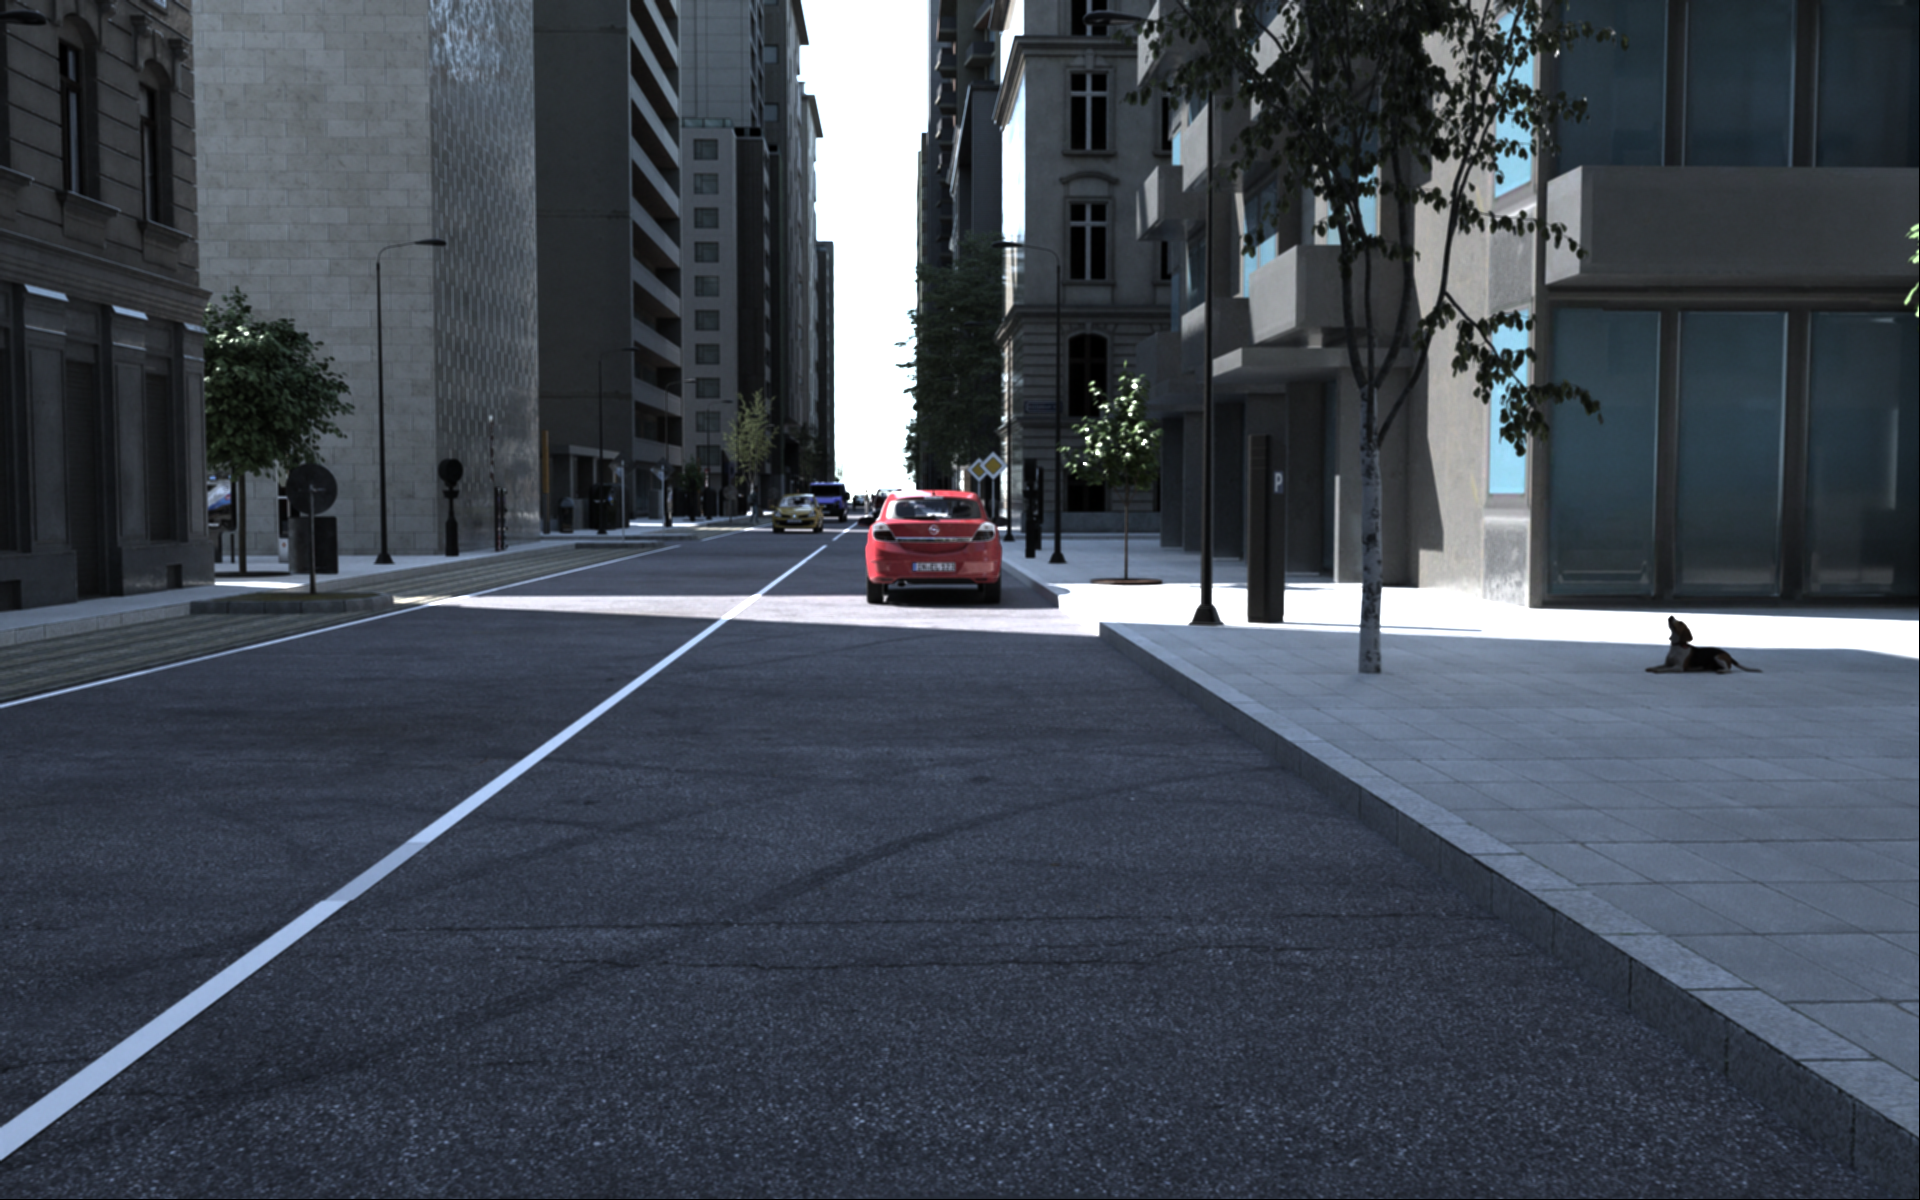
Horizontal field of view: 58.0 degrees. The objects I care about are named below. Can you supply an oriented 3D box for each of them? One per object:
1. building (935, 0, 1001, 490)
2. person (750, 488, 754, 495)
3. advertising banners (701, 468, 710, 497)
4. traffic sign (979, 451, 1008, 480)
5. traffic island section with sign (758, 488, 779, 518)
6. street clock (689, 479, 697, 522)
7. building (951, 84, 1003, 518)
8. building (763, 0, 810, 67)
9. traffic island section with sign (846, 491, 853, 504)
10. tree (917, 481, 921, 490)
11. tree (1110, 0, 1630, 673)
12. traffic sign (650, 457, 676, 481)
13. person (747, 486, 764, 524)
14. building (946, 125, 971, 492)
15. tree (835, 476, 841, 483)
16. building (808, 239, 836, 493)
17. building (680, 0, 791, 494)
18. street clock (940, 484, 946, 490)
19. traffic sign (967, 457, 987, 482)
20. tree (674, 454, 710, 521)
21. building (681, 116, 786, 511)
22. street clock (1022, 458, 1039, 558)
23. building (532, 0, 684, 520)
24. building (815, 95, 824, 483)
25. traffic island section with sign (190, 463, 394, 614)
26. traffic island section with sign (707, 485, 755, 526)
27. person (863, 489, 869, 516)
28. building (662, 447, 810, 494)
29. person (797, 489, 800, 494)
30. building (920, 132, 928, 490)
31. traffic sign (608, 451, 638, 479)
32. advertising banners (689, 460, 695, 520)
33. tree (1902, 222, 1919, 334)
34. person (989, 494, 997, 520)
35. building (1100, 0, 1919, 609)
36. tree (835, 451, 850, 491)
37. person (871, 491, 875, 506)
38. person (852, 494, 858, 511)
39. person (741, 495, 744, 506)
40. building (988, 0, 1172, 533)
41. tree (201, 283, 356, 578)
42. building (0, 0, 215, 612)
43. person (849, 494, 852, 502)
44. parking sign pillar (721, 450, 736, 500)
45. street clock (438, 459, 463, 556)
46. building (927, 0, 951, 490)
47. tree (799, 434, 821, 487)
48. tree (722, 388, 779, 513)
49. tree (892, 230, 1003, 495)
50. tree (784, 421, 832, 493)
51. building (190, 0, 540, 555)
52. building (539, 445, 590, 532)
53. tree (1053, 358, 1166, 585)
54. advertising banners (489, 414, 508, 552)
[{"bbox_3d":[9.092,-30.248,149.183,22.147,44.769,28.867,0,4,-2],"label":"building"},{"bbox_3d":[-14.821,-7.252,124.718,0.391,1.810,0.635,3,4,37],"label":"person"},{"bbox_3d":[-17.661,-7.413,117.387,0.090,3.025,2.074,3,4,38],"label":"advertising banners"},{"bbox_3d":[0.919,-2.734,46.889,0.795,2.593,0.064,0,4,-2],"label":"traffic sign"},{"bbox_3d":[-11.215,-5.859,104.418,1.989,1.847,2.006,0,4,-2],"label":"traffic island section with sign"},{"bbox_3d":[-12.423,-4.645,80.509,0.358,2.002,0.471,0,4,1],"label":"street clock"},{"bbox_3d":[7.071,-16.867,94.840,14.314,24.678,30.058,0,4,-2],"label":"building"},{"bbox_3d":[-30.160,-35.925,176.610,28.713,52.752,27.495,0,4,-2],"label":"building"},{"bbox_3d":[-17.044,-15.620,264.014,1.989,1.847,2.006,0,4,-2],"label":"traffic island section with sign"},{"bbox_3d":[-4.721,-13.818,220.529,1.663,3.219,1.824,0,3,0],"label":"tree"},{"bbox_3d":[2.853,-3.770,12.003,4.360,8.622,3.978,0,3,0],"label":"tree"},{"bbox_3d":[-9.361,-3.201,54.525,0.795,2.593,0.064,0,4,-2],"label":"traffic sign"},{"bbox_3d":[-9.594,-4.454,81.302,0.713,1.824,0.794,1,4,17],"label":"person"},{"bbox_3d":[6.010,-20.418,119.735,13.634,28.700,20.117,0,4,-2],"label":"building"},{"bbox_3d":[-20.905,-18.384,284.287,4.285,4.588,4.351,0,3,0],"label":"tree"},{"bbox_3d":[-26.826,-35.952,271.404,14.154,41.232,14.086,0,4,-2],"label":"building"},{"bbox_3d":[-25.601,-43.666,152.189,20.563,71.187,20.611,0,4,-2],"label":"building"},{"bbox_3d":[-1.193,-7.242,122.971,0.358,2.002,0.471,-2,4,-29],"label":"street clock"},{"bbox_3d":[0.627,-3.222,54.869,0.795,2.593,0.064,0,4,-2],"label":"traffic sign"},{"bbox_3d":[-12.970,-5.422,83.247,1.663,3.219,1.824,0,3,0],"label":"tree"},{"bbox_3d":[-21.328,-22.297,136.249,14.160,30.474,14.107,0,4,-2],"label":"building"},{"bbox_3d":[1.415,-1.848,34.779,0.358,2.002,0.471,0,4,6],"label":"street clock"},{"bbox_3d":[-27.301,-28.819,94.893,21.300,48.544,21.600,0,4,-2],"label":"building"},{"bbox_3d":[-32.449,-38.907,225.374,28.713,52.752,27.495,0,4,-2],"label":"building"},{"bbox_3d":[-8.182,-0.787,21.494,1.989,1.847,2.006,0,4,-2],"label":"traffic island section with sign"},{"bbox_3d":[-10.230,-4.211,77.481,1.989,1.847,2.006,0,4,-2],"label":"traffic island section with sign"},{"bbox_3d":[-6.274,-6.524,115.722,0.362,1.759,0.519,-1,4,-12],"label":"person"},{"bbox_3d":[-35.234,-34.219,251.368,32.217,40.220,23.993,0,4,-2],"label":"building"},{"bbox_3d":[-18.067,-11.451,193.406,1.348,1.807,0.705,2,4,29],"label":"person"},{"bbox_3d":[2.470,-31.514,198.841,14.154,41.232,14.086,0,4,-2],"label":"building"},{"bbox_3d":[-9.069,-2.713,46.546,0.795,2.593,0.064,0,4,-2],"label":"traffic sign"},{"bbox_3d":[-13.548,-5.600,87.744,0.090,3.025,2.074,0,4,-1],"label":"advertising banners"},{"bbox_3d":[8.271,-1.738,12.134,4.285,4.588,4.351,0,3,0],"label":"tree"},{"bbox_3d":[1.502,-4.214,79.208,0.640,1.303,0.475,3,4,38],"label":"person"},{"bbox_3d":[15.425,-25.167,31.091,23.786,49.044,30.456,0,4,-2],"label":"building"},{"bbox_3d":[-20.103,-20.731,289.314,4.360,8.622,3.978,0,3,0],"label":"tree"},{"bbox_3d":[-10.104,-11.831,201.810,0.599,1.838,0.709,0,4,4],"label":"person"},{"bbox_3d":[-9.104,-8.440,149.749,0.557,1.426,1.065,1,4,23],"label":"person"},{"bbox_3d":[-15.559,-6.931,124.054,0.332,1.250,0.352,-1,4,-9],"label":"person"},{"bbox_3d":[18.731,-14.845,61.807,34.723,24.649,14.460,0,4,-2],"label":"building"},{"bbox_3d":[-11.242,-2.656,27.141,4.285,4.588,4.351,0,3,0],"label":"tree"},{"bbox_3d":[-14.929,-10.136,14.870,9.793,20.994,18.267,0,4,-2],"label":"building"},{"bbox_3d":[-17.100,-15.882,269.647,0.593,1.643,0.415,0,4,2],"label":"person"},{"bbox_3d":[-14.249,-7.228,106.649,1.447,3.967,1.447,1,4,14],"label":"parking sign pillar"},{"bbox_3d":[-10.486,-1.904,35.696,0.358,2.002,0.471,2,4,30],"label":"street clock"},{"bbox_3d":[7.144,-38.850,177.198,21.231,58.520,28.212,0,4,-2],"label":"building"},{"bbox_3d":[-18.070,-15.661,206.426,4.737,8.622,4.395,0,3,0],"label":"tree"},{"bbox_3d":[-14.509,-10.398,120.363,4.737,8.622,4.395,0,3,0],"label":"tree"},{"bbox_3d":[0.838,-9.561,74.448,7.486,12.596,7.792,0,3,0],"label":"tree"},{"bbox_3d":[-18.112,-16.194,199.182,7.601,10.594,8.767,0,4,2],"label":"tree"},{"bbox_3d":[-19.509,-11.361,40.509,16.860,20.320,10.420,0,4,-2],"label":"building"},{"bbox_3d":[-29.931,-22.777,64.292,32.217,40.220,23.993,0,4,-2],"label":"building"},{"bbox_3d":[2.430,-1.850,24.841,1.663,3.219,1.824,0,3,0],"label":"tree"},{"bbox_3d":[-10.347,-2.604,38.762,0.090,3.025,2.074,0,4,-6],"label":"advertising banners"}]
